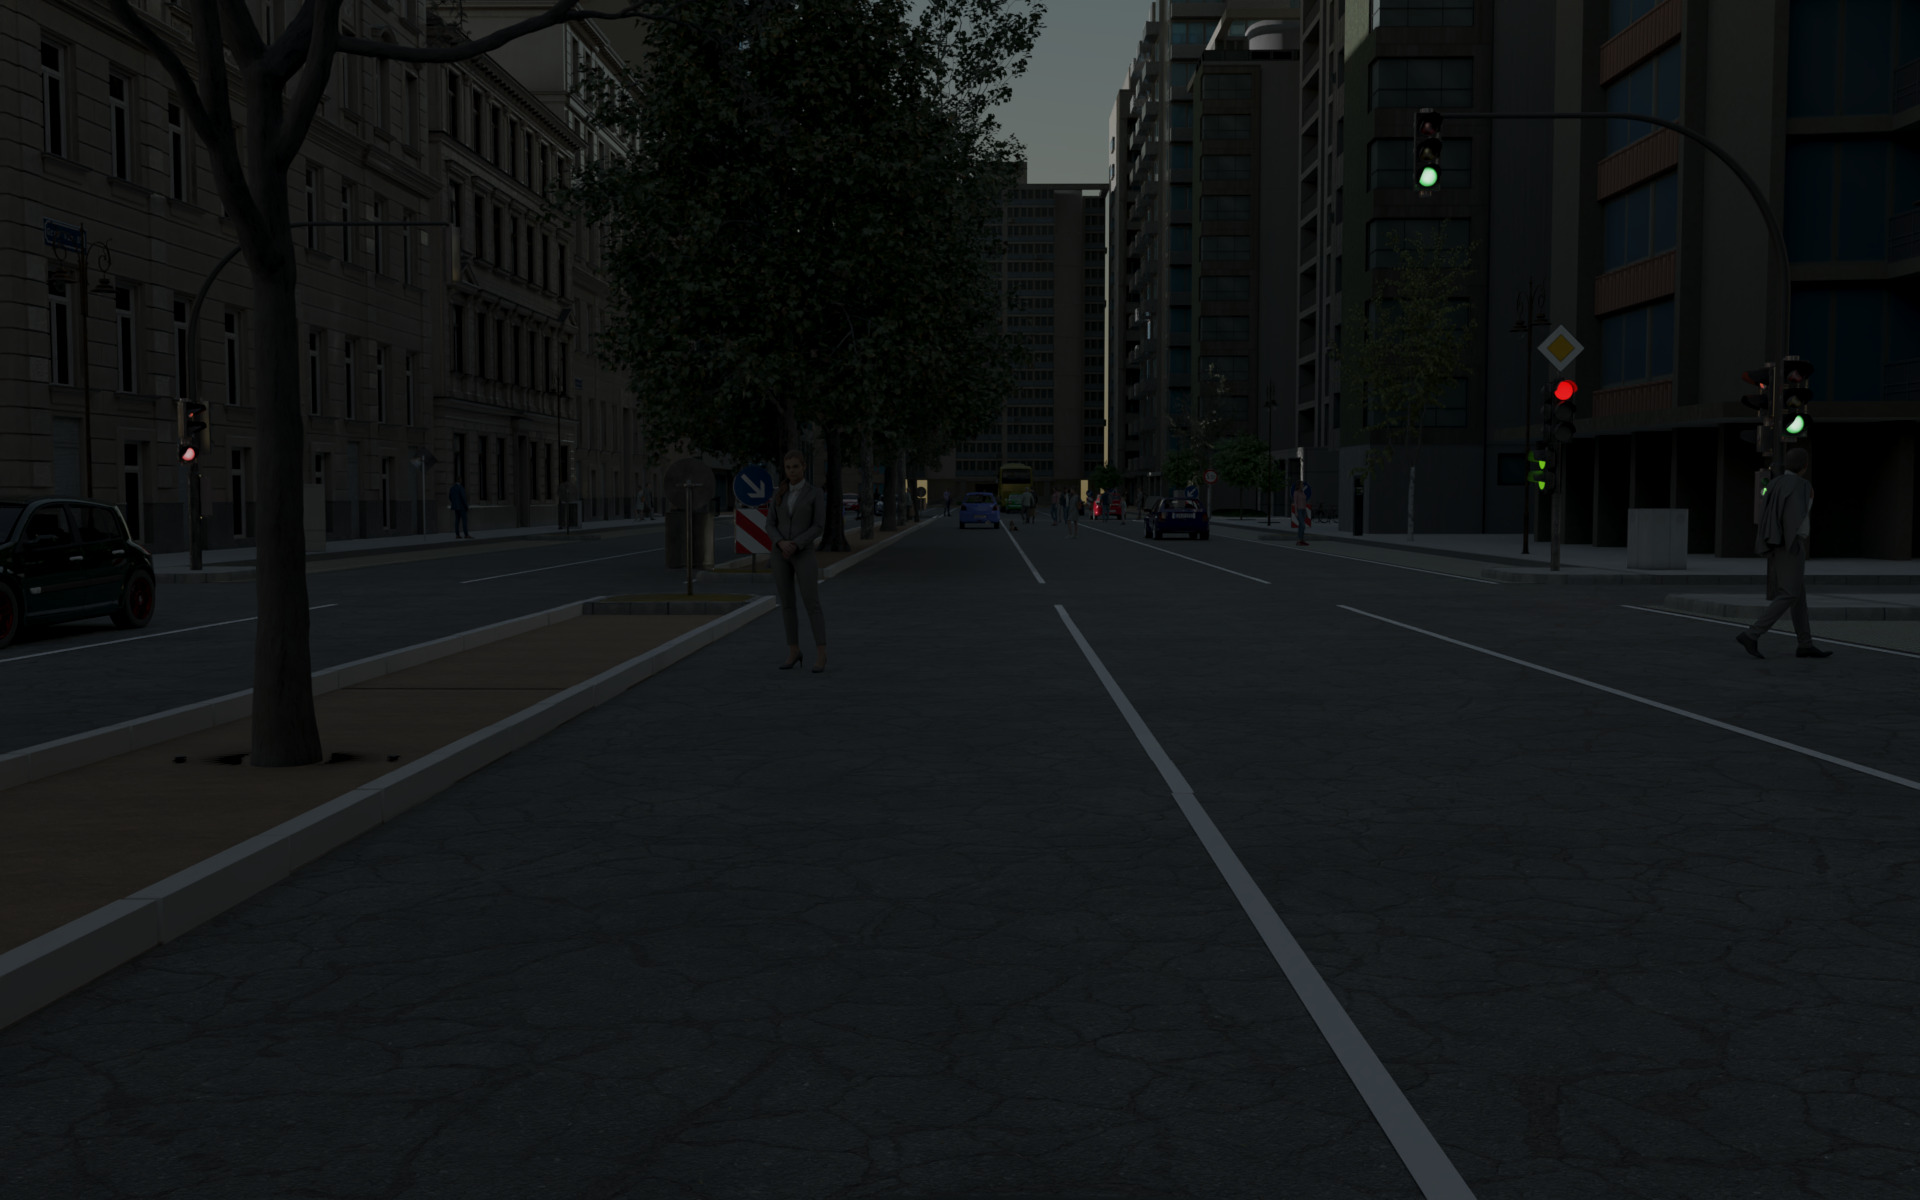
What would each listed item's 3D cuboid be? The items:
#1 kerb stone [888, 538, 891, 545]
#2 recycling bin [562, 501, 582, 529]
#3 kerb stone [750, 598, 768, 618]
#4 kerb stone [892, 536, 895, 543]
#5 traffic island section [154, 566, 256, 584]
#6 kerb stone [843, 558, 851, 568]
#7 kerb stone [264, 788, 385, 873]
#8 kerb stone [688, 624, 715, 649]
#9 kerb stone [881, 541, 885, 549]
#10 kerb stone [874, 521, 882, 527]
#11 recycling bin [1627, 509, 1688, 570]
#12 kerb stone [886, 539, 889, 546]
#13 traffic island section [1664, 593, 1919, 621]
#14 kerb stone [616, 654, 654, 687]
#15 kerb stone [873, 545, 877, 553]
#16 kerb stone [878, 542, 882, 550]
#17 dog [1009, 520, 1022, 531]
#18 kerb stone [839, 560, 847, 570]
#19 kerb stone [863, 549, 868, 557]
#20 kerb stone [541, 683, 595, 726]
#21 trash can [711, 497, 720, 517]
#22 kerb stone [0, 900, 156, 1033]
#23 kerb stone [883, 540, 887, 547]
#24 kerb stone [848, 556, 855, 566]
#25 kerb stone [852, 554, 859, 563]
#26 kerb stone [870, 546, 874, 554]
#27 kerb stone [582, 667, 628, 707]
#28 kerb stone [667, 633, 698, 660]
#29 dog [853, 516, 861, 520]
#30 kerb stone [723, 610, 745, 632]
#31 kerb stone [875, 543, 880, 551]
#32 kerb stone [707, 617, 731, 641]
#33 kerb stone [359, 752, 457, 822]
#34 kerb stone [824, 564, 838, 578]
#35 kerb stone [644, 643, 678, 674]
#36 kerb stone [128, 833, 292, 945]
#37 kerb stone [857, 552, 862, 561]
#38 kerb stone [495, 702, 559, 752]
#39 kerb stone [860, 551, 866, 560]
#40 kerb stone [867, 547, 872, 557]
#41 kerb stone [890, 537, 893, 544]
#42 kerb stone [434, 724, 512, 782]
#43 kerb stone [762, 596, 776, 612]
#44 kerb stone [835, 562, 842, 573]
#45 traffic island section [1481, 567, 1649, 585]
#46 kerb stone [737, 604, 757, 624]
[{"bbox_3d":[-2.055,-1.549,47.524,0.120,0.150,1.000,0,4,1],"label":"kerb stone"},{"bbox_3d":[-14.408,-3.164,64.289,0.722,1.027,0.722,-1,4,-12],"label":"recycling bin"},{"bbox_3d":[-2.404,0.114,20.346,0.120,0.150,1.000,0,4,1],"label":"kerb stone"},{"bbox_3d":[-2.022,-1.674,49.571,0.120,0.150,1.000,0,4,1],"label":"kerb stone"},{"bbox_3d":[-12.892,-0.423,29.192,2.009,0.180,2.903,0,4,1],"label":"traffic island section"},{"bbox_3d":[-2.242,-0.672,33.176,0.120,0.150,1.000,0,4,1],"label":"kerb stone"},{"bbox_3d":[-2.578,0.931,7.025,0.120,0.150,1.000,0,4,1],"label":"kerb stone"},{"bbox_3d":[-2.462,0.363,16.254,0.120,0.150,1.000,0,4,1],"label":"kerb stone"},{"bbox_3d":[-2.090,-1.360,44.454,0.120,0.150,1.000,0,4,1],"label":"kerb stone"},{"bbox_3d":[-3.740,-3.493,79.354,0.120,0.150,1.000,0,4,1],"label":"kerb stone"},{"bbox_3d":[11.912,-1.042,29.585,0.722,1.027,0.722,-1,4,-11],"label":"recycling bin"},{"bbox_3d":[-2.069,-1.486,46.498,0.120,0.150,1.000,0,4,1],"label":"kerb stone"},{"bbox_3d":[9.844,0.084,20.908,2.009,0.180,2.903,0,4,1],"label":"traffic island section"},{"bbox_3d":[-2.501,0.553,13.177,0.120,0.150,1.000,0,4,1],"label":"kerb stone"},{"bbox_3d":[-2.132,-1.173,41.372,0.120,0.150,1.000,0,4,1],"label":"kerb stone"},{"bbox_3d":[-2.105,-1.297,43.425,0.120,0.150,1.000,0,4,1],"label":"kerb stone"},{"bbox_3d":[2.155,-2.880,67.274,0.748,0.427,0.550,-1,4,-21],"label":"dog"},{"bbox_3d":[-2.251,-0.609,32.154,0.120,0.150,1.000,0,4,1],"label":"kerb stone"},{"bbox_3d":[-2.174,-0.985,38.302,0.120,0.150,1.000,0,4,1],"label":"kerb stone"},{"bbox_3d":[-2.529,0.678,11.117,0.120,0.150,1.000,0,4,1],"label":"kerb stone"},{"bbox_3d":[-13.873,-5.272,97.848,0.748,1.137,0.748,0,3,0],"label":"trash can"},{"bbox_3d":[-2.606,1.053,4.981,0.120,0.150,1.000,0,4,1],"label":"kerb stone"},{"bbox_3d":[-2.079,-1.424,45.476,0.120,0.150,1.000,0,4,1],"label":"kerb stone"},{"bbox_3d":[-2.225,-0.734,34.198,0.120,0.150,1.000,0,4,1],"label":"kerb stone"},{"bbox_3d":[-2.210,-0.793,35.227,0.120,0.150,1.000,0,4,1],"label":"kerb stone"},{"bbox_3d":[-2.145,-1.106,40.349,0.120,0.150,1.000,0,4,1],"label":"kerb stone"},{"bbox_3d":[-2.507,0.615,12.146,0.120,0.150,1.000,0,4,1],"label":"kerb stone"},{"bbox_3d":[-2.472,0.426,15.231,0.120,0.150,1.000,0,4,1],"label":"kerb stone"},{"bbox_3d":[-5.564,-4.624,95.798,0.748,0.427,0.550,3,5,44],"label":"dog"},{"bbox_3d":[-2.424,0.238,18.297,0.120,0.150,1.000,0,4,1],"label":"kerb stone"},{"bbox_3d":[-2.114,-1.233,42.402,0.120,0.150,1.000,0,4,1],"label":"kerb stone"},{"bbox_3d":[-2.442,0.301,17.276,0.120,0.150,1.000,0,4,1],"label":"kerb stone"},{"bbox_3d":[-2.562,0.865,8.047,0.120,0.150,1.000,0,4,1],"label":"kerb stone"},{"bbox_3d":[-2.266,-0.481,30.098,0.120,0.150,1.000,0,4,1],"label":"kerb stone"},{"bbox_3d":[-2.481,0.492,14.199,0.120,0.150,1.000,0,4,1],"label":"kerb stone"},{"bbox_3d":[-2.586,0.990,6.003,0.120,0.150,1.000,0,4,1],"label":"kerb stone"},{"bbox_3d":[-2.207,-0.854,36.253,0.120,0.150,1.000,0,4,1],"label":"kerb stone"},{"bbox_3d":[-2.536,0.742,10.092,0.120,0.150,1.000,0,4,1],"label":"kerb stone"},{"bbox_3d":[-2.180,-0.918,37.278,0.120,0.150,1.000,0,4,1],"label":"kerb stone"},{"bbox_3d":[-2.151,-1.046,39.327,0.120,0.150,1.000,0,4,1],"label":"kerb stone"},{"bbox_3d":[-2.034,-1.612,48.546,0.120,0.150,1.000,0,4,1],"label":"kerb stone"},{"bbox_3d":[-2.555,0.804,9.069,0.120,0.150,1.000,0,4,1],"label":"kerb stone"},{"bbox_3d":[-2.391,0.050,21.370,0.120,0.150,1.000,0,4,1],"label":"kerb stone"},{"bbox_3d":[-2.267,-0.546,31.127,0.120,0.150,1.000,0,4,1],"label":"kerb stone"},{"bbox_3d":[9.948,-0.404,28.892,2.009,0.180,2.903,0,4,1],"label":"traffic island section"},{"bbox_3d":[-2.415,0.176,19.324,0.120,0.150,1.000,0,4,1],"label":"kerb stone"}]
